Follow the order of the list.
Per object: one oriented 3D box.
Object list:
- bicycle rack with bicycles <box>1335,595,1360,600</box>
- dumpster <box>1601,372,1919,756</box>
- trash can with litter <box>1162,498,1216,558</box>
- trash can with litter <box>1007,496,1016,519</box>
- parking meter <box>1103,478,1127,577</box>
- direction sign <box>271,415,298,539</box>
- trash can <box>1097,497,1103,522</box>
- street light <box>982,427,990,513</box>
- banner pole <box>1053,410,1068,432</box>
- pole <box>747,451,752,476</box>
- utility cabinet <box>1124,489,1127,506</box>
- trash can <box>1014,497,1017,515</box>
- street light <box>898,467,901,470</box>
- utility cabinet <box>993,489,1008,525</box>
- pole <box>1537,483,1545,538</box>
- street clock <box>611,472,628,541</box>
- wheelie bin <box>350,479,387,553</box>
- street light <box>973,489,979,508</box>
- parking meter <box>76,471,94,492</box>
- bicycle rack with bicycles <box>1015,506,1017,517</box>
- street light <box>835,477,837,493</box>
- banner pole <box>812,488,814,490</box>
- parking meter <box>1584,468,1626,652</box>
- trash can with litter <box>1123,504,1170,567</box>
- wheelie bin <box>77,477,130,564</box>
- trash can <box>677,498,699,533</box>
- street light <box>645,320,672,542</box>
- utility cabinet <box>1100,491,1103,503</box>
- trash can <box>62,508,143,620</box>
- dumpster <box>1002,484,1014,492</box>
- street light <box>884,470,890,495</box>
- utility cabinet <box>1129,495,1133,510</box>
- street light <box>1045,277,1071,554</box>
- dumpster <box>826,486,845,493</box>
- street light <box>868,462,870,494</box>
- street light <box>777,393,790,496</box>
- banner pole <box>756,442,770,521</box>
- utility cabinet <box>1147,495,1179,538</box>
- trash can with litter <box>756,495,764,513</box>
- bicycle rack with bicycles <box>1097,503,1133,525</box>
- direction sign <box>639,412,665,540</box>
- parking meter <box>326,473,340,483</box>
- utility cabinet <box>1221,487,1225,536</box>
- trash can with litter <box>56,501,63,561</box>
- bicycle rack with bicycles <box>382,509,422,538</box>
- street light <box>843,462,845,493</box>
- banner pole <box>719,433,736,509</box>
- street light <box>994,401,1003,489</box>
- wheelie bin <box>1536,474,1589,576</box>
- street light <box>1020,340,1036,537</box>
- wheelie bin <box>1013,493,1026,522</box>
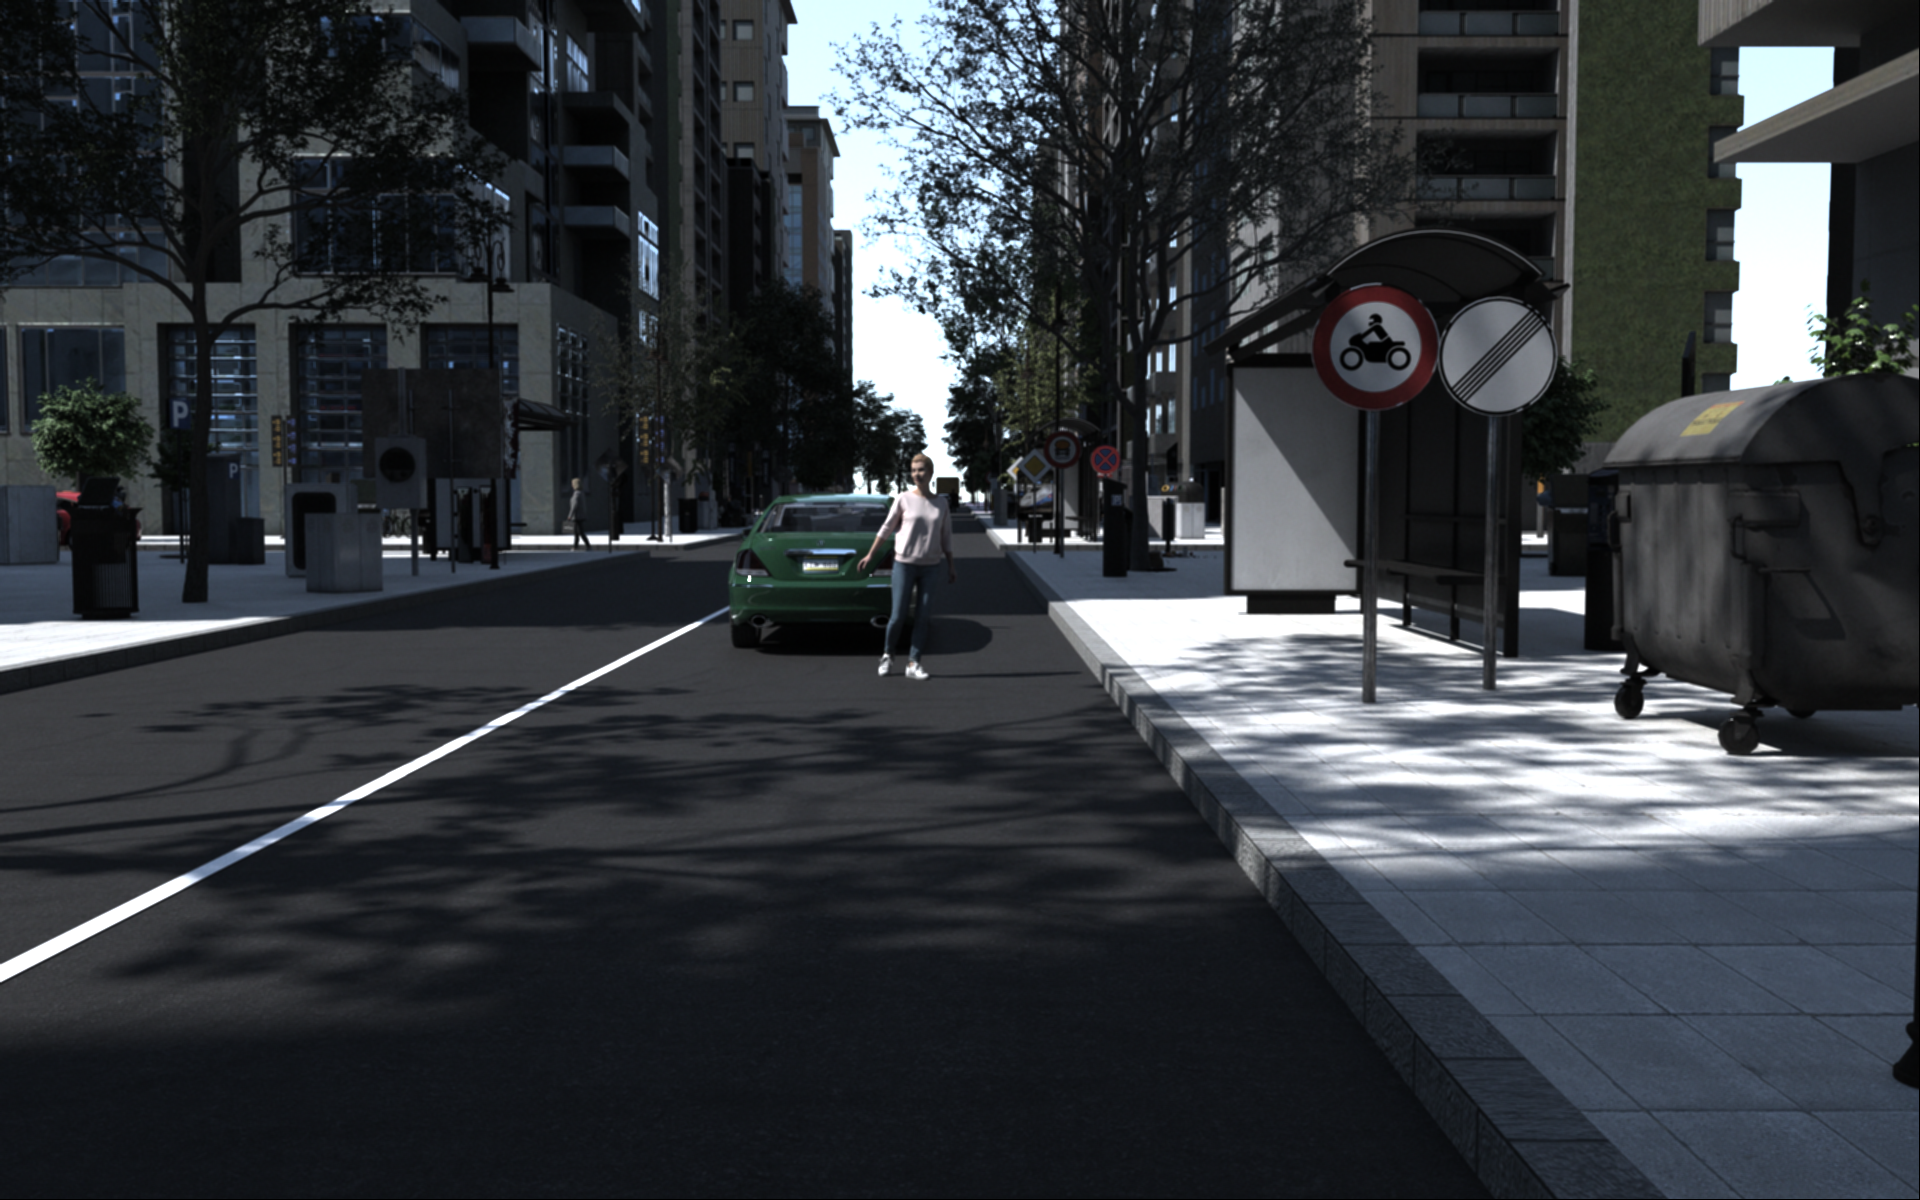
[{"bbox_3d":[5.462,-0.516,21.816,2.925,0.926,2.852,1,4,14],"label":"bicycle rack with bicycles"},{"bbox_3d":[4.331,-0.207,9.140,1.264,1.857,1.865,0,4,0],"label":"dumpster"},{"bbox_3d":[4.386,-1.510,35.752,1.678,1.210,2.233,0,4,4],"label":"trash can with litter"},{"bbox_3d":[2.688,-4.719,88.538,0.624,1.170,1.055,-1,4,-11],"label":"trash can with litter"},{"bbox_3d":[2.409,-1.130,26.880,0.372,1.533,0.369,0,3,0],"label":"parking meter"},{"bbox_3d":[-19.411,-3.537,49.821,0.876,3.537,0.379,1,4,21],"label":"direction sign"},{"bbox_3d":[6.062,-4.028,77.514,0.748,1.137,0.748,0,3,0],"label":"trash can"},{"bbox_3d":[1.835,-9.018,120.232,0.468,5.910,1.993,0,3,0],"label":"street light"},{"bbox_3d":[2.965,-3.770,51.659,0.401,3.779,0.863,-2,4,-35],"label":"banner pole"},{"bbox_3d":[-10.015,-5.425,82.549,0.158,3.312,0.155,0,3,0],"label":"pole"},{"bbox_3d":[4.930,-2.735,53.394,0.318,1.500,1.173,0,4,-2],"label":"utility cabinet"},{"bbox_3d":[3.419,-5.360,99.286,0.748,1.137,0.748,0,3,0],"label":"trash can"},{"bbox_3d":[-8.404,-16.289,239.116,0.468,5.910,1.993,0,3,0],"label":"street light"},{"bbox_3d":[1.652,-3.765,70.238,0.318,1.500,1.173,-1,4,-13],"label":"utility cabinet"},{"bbox_3d":[16.947,-3.464,50.486,0.158,3.312,0.155,0,3,0],"label":"pole"},{"bbox_3d":[-9.533,-2.641,47.753,0.471,2.002,0.358,3,5,44],"label":"street clock"},{"bbox_3d":[-12.778,-1.793,37.218,0.980,1.594,0.693,-1,4,-14],"label":"wheelie bin"},{"bbox_3d":[1.714,-11.610,162.618,0.468,5.910,1.993,0,3,0],"label":"street light"},{"bbox_3d":[-22.548,-2.385,44.701,0.399,1.863,0.255,-3,5,-45],"label":"parking meter"},{"bbox_3d":[3.409,-5.138,97.393,2.925,0.926,2.852,-1,4,-10],"label":"bicycle rack with bicycles"},{"bbox_3d":[-8.167,-8.631,113.906,0.468,5.910,1.993,0,3,0],"label":"street light"},{"bbox_3d":[-10.510,-7.978,120.453,0.863,3.779,0.401,-1,4,-12],"label":"banner pole"},{"bbox_3d":[5.347,-0.357,14.243,0.372,1.533,0.369,0,3,0],"label":"parking meter"},{"bbox_3d":[3.127,-1.157,30.307,1.055,1.170,0.624,0,4,0],"label":"trash can with litter"},{"bbox_3d":[-15.823,-1.473,31.988,0.980,1.594,0.693,0,4,7],"label":"wheelie bin"},{"bbox_3d":[-8.941,-2.771,56.961,0.748,1.137,0.748,0,3,0],"label":"trash can"},{"bbox_3d":[-8.032,-4.492,46.234,0.468,5.910,1.993,0,3,0],"label":"street light"},{"bbox_3d":[8.688,-5.765,102.941,0.318,1.500,1.173,-1,4,-18],"label":"utility cabinet"},{"bbox_3d":[-8.808,-0.378,17.838,0.748,1.137,0.748,0,3,0],"label":"trash can"},{"bbox_3d":[3.551,-7.097,118.537,1.502,2.255,1.985,0,3,0],"label":"dumpster"},{"bbox_3d":[-8.391,-14.244,205.684,0.468,5.910,1.993,0,3,0],"label":"street light"},{"bbox_3d":[8.414,-4.262,80.843,1.020,1.237,0.306,2,4,24],"label":"utility cabinet"},{"bbox_3d":[2.089,-3.928,37.017,0.468,5.910,1.993,0,3,0],"label":"street light"},{"bbox_3d":[-8.507,-6.875,118.169,1.264,1.857,1.865,0,3,0],"label":"dumpster"},{"bbox_3d":[-8.217,-11.213,156.119,0.468,5.910,1.993,0,3,0],"label":"street light"},{"bbox_3d":[-8.111,-6.536,79.647,0.468,5.910,1.993,0,3,0],"label":"street light"},{"bbox_3d":[-9.406,-5.676,82.815,0.863,3.779,0.401,2,4,33],"label":"banner pole"},{"bbox_3d":[5.909,-2.440,51.051,1.020,1.237,0.306,2,4,28],"label":"utility cabinet"},{"bbox_3d":[-13.833,-6.642,119.656,1.678,1.210,2.233,0,4,2],"label":"trash can with litter"},{"bbox_3d":[6.172,-3.656,73.154,2.852,0.926,2.925,-3,4,-38],"label":"bicycle rack with bicycles"},{"bbox_3d":[-8.532,-3.428,48.047,0.876,3.537,0.379,2,4,27],"label":"direction sign"},{"bbox_3d":[-17.122,-2.545,47.327,0.255,1.863,0.399,-3,5,-43],"label":"parking meter"},{"bbox_3d":[8.025,-2.653,52.051,0.318,1.500,1.173,0,4,4],"label":"utility cabinet"},{"bbox_3d":[-17.515,-1.301,32.665,1.055,1.170,0.624,0,4,1],"label":"trash can with litter"},{"bbox_3d":[-16.613,-2.329,51.461,2.852,0.926,2.925,-3,4,-37],"label":"bicycle rack with bicycles"},{"bbox_3d":[-8.185,-9.138,122.201,0.468,5.910,1.993,0,3,0],"label":"street light"},{"bbox_3d":[-9.392,-4.926,70.565,0.863,3.779,0.401,3,5,42],"label":"banner pole"},{"bbox_3d":[1.928,-6.932,86.133,0.468,5.910,1.993,0,3,0],"label":"street light"},{"bbox_3d":[9.551,-1.181,27.218,0.980,1.594,0.693,1,4,8],"label":"wheelie bin"},{"bbox_3d":[2.033,-4.853,52.142,0.468,5.910,1.993,0,3,0],"label":"street light"},{"bbox_3d":[2.920,-4.342,78.902,0.980,1.594,0.693,0,4,8],"label":"wheelie bin"}]
